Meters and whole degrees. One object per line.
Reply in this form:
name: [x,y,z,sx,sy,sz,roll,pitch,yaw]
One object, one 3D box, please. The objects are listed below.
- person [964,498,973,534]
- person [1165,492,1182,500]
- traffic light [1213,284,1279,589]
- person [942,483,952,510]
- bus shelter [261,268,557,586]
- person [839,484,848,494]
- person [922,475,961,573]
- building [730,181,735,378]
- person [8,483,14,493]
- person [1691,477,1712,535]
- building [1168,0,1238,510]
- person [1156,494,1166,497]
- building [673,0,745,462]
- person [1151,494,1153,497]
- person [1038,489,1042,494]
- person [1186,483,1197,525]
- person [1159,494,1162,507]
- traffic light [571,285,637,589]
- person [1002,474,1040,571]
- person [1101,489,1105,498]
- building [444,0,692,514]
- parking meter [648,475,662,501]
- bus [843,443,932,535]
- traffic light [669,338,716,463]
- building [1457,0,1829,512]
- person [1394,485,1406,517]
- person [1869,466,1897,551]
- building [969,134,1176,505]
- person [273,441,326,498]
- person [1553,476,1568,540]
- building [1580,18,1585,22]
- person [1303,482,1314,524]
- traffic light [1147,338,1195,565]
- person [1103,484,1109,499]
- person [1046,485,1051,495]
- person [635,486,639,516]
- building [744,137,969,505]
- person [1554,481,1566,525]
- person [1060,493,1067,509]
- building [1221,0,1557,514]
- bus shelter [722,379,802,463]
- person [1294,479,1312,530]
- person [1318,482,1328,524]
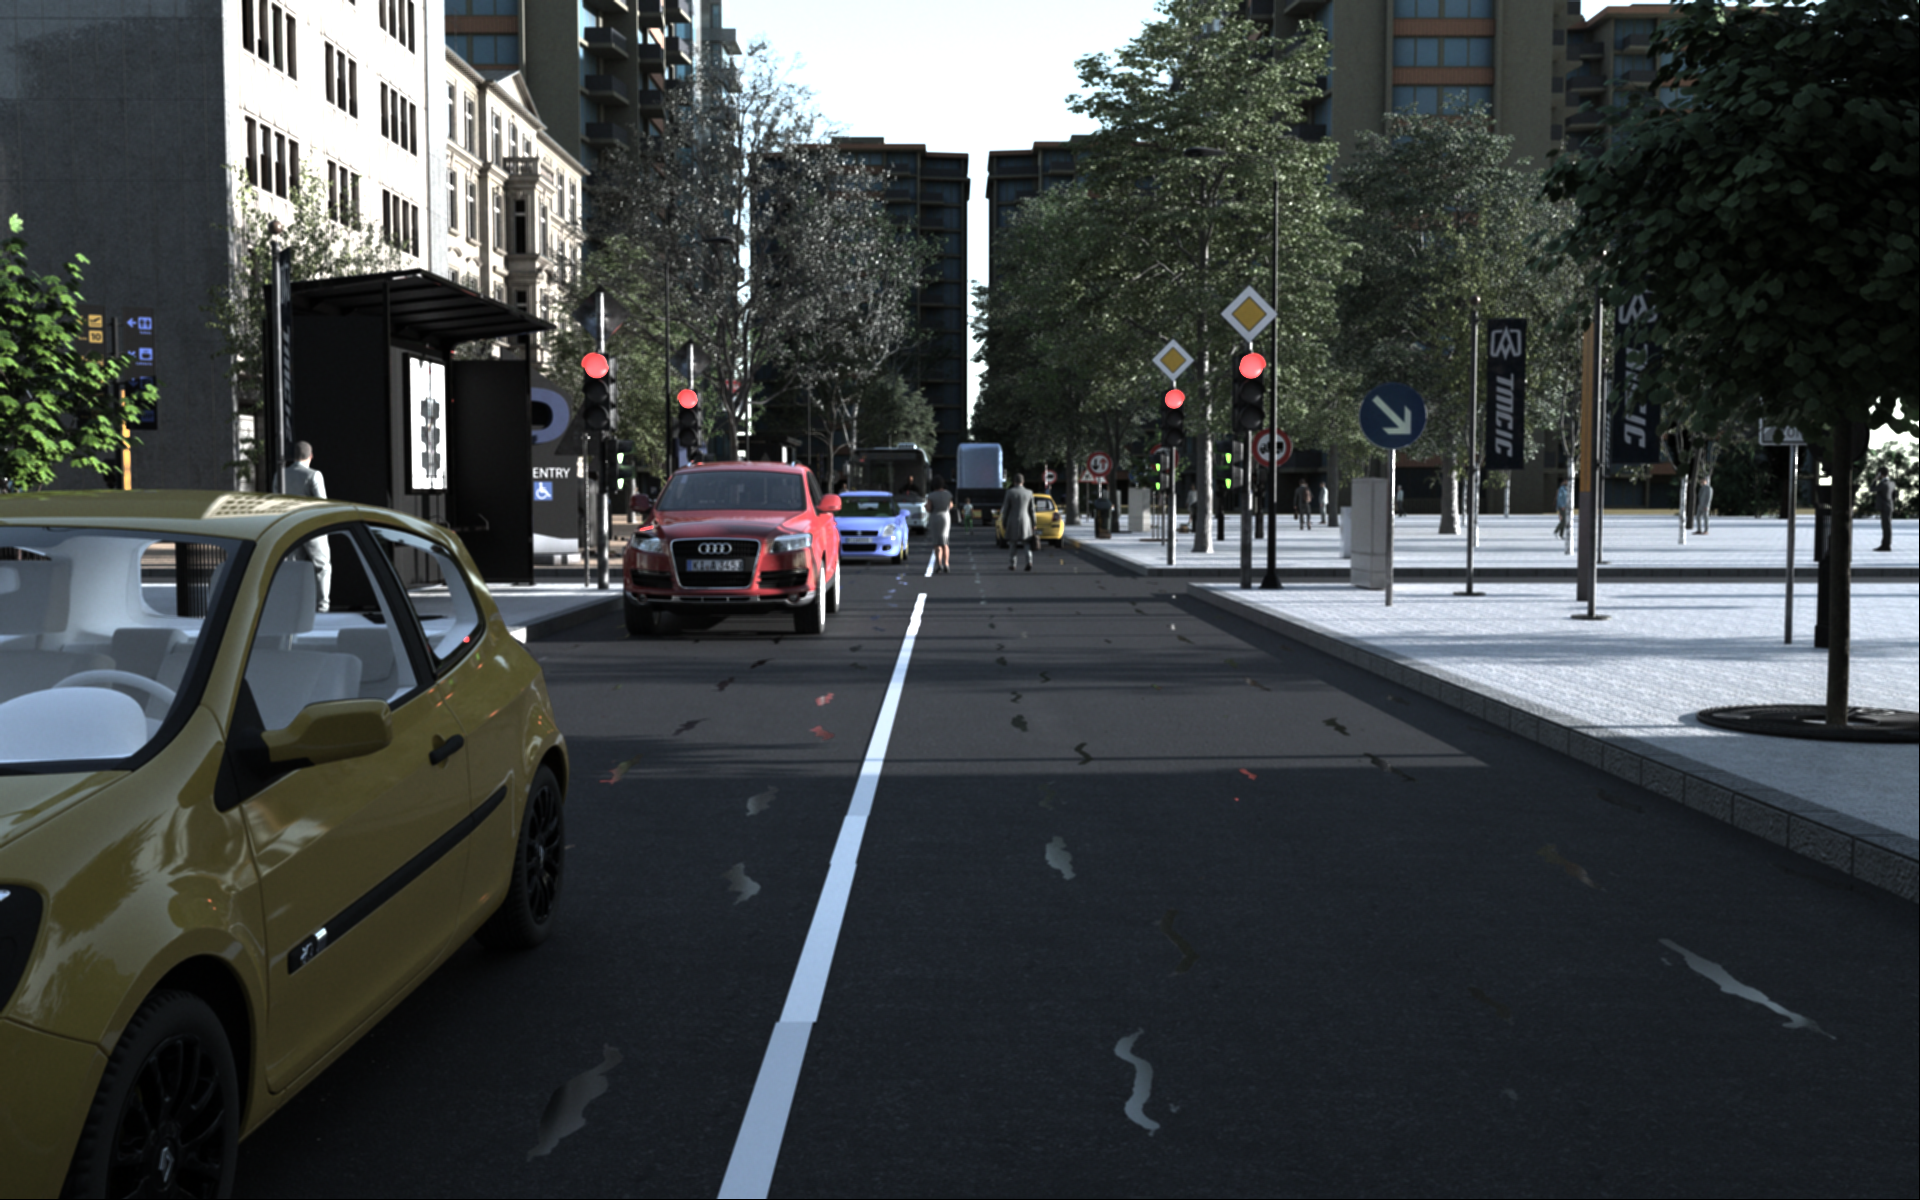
person: [0.303,-2.979,61.462,0.306,1.304,0.590,-1,4,-18]
person: [13.903,-6.522,113.508,1.217,1.723,0.721,1,4,8]
traffic light: [3.855,-2.106,23.361,0.839,4.253,0.868,0,4,0]
person: [-0.533,-2.850,55.453,0.532,1.782,0.716,2,4,28]
bus shelter: [-6.466,-1.827,21.154,1.731,3.624,6.357,0,3,0]
person: [-5.684,-4.795,84.716,0.520,1.790,0.573,0,4,-5]
person: [-0.334,-1.391,31.602,0.716,1.782,0.532,-2,4,-25]
building: [-35.064,-32.207,210.186,14.086,41.232,14.154,0,4,0]
person: [-19.511,-1.807,35.610,0.620,1.820,0.660,-1,4,-13]
person: [23.603,-2.986,54.960,0.391,1.810,0.635,-1,4,-17]
building: [30.305,-32.600,152.620,23.786,49.044,30.456,0,4,0]
person: [20.609,-10.400,176.799,1.217,1.736,0.721,1,4,15]
building: [-35.268,-32.836,156.481,30.456,49.044,23.786,0,4,0]
person: [19.343,-10.502,178.572,1.217,1.723,0.721,-1,4,-18]
person: [6.993,-8.734,149.623,1.217,1.735,0.721,0,4,4]
person: [9.592,-3.930,71.054,0.760,1.731,0.466,2,4,24]
person: [19.874,-10.018,170.501,0.621,1.740,0.551,-1,4,-19]
traffic light: [-4.806,-2.103,23.305,0.839,4.253,0.868,0,4,0]
person: [1.123,-1.457,32.424,0.694,1.812,0.767,-1,4,-11]
person: [12.654,-8.857,151.589,0.721,1.736,1.217,2,4,24]
building: [-30.739,-28.486,120.369,22.147,44.769,28.867,0,4,0]
parking meter: [-9.530,-2.965,54.183,0.399,1.863,0.255,0,4,7]
bus: [-2.460,-4.215,63.776,2.948,3.499,13.247,0,4,0]
traffic light: [-4.842,-2.591,31.290,0.839,4.253,0.868,0,4,0]
building: [63.571,-30.780,157.876,28.867,44.769,22.147,0,4,0]
person: [24.808,-5.573,97.641,0.515,1.767,0.782,0,4,-8]
person: [20.715,-2.049,38.902,0.474,1.900,0.648,3,5,42]
building: [16.023,-34.199,213.772,28.867,44.769,22.147,0,4,0]
person: [-6.575,-0.687,17.381,0.635,1.810,0.391,0,4,5]
person: [16.974,-2.594,48.803,0.601,1.785,0.444,-3,5,-43]
building: [59.023,-41.082,213.686,28.212,58.520,21.231,0,4,0]
person: [15.047,-4.216,75.179,0.606,1.804,0.583,-3,5,-41]
traffic light: [3.819,-2.595,31.346,0.839,4.253,0.868,0,4,0]
person: [6.509,-4.203,75.512,0.760,1.731,0.466,3,5,42]
person: [4.762,-5.414,94.911,0.444,1.785,0.601,0,4,-2]
person: [-18.389,-5.604,98.412,0.466,1.731,0.760,-3,5,-45]
building: [-13.167,-34.279,215.086,28.867,44.769,22.147,0,4,0]
person: [24.935,-4.014,71.766,0.616,1.811,0.778,2,4,30]
person: [9.068,-8.638,150.508,0.697,1.427,0.421,0,4,4]
building: [30.233,-28.623,122.616,22.147,44.769,28.867,0,4,0]
bus shelter: [-7.196,-5.217,62.927,2.179,5.291,8.768,0,4,0]
person: [12.320,-3.435,62.174,0.622,1.834,0.822,0,4,4]
person: [15.585,-4.169,74.304,0.391,1.810,0.635,0,4,8]
